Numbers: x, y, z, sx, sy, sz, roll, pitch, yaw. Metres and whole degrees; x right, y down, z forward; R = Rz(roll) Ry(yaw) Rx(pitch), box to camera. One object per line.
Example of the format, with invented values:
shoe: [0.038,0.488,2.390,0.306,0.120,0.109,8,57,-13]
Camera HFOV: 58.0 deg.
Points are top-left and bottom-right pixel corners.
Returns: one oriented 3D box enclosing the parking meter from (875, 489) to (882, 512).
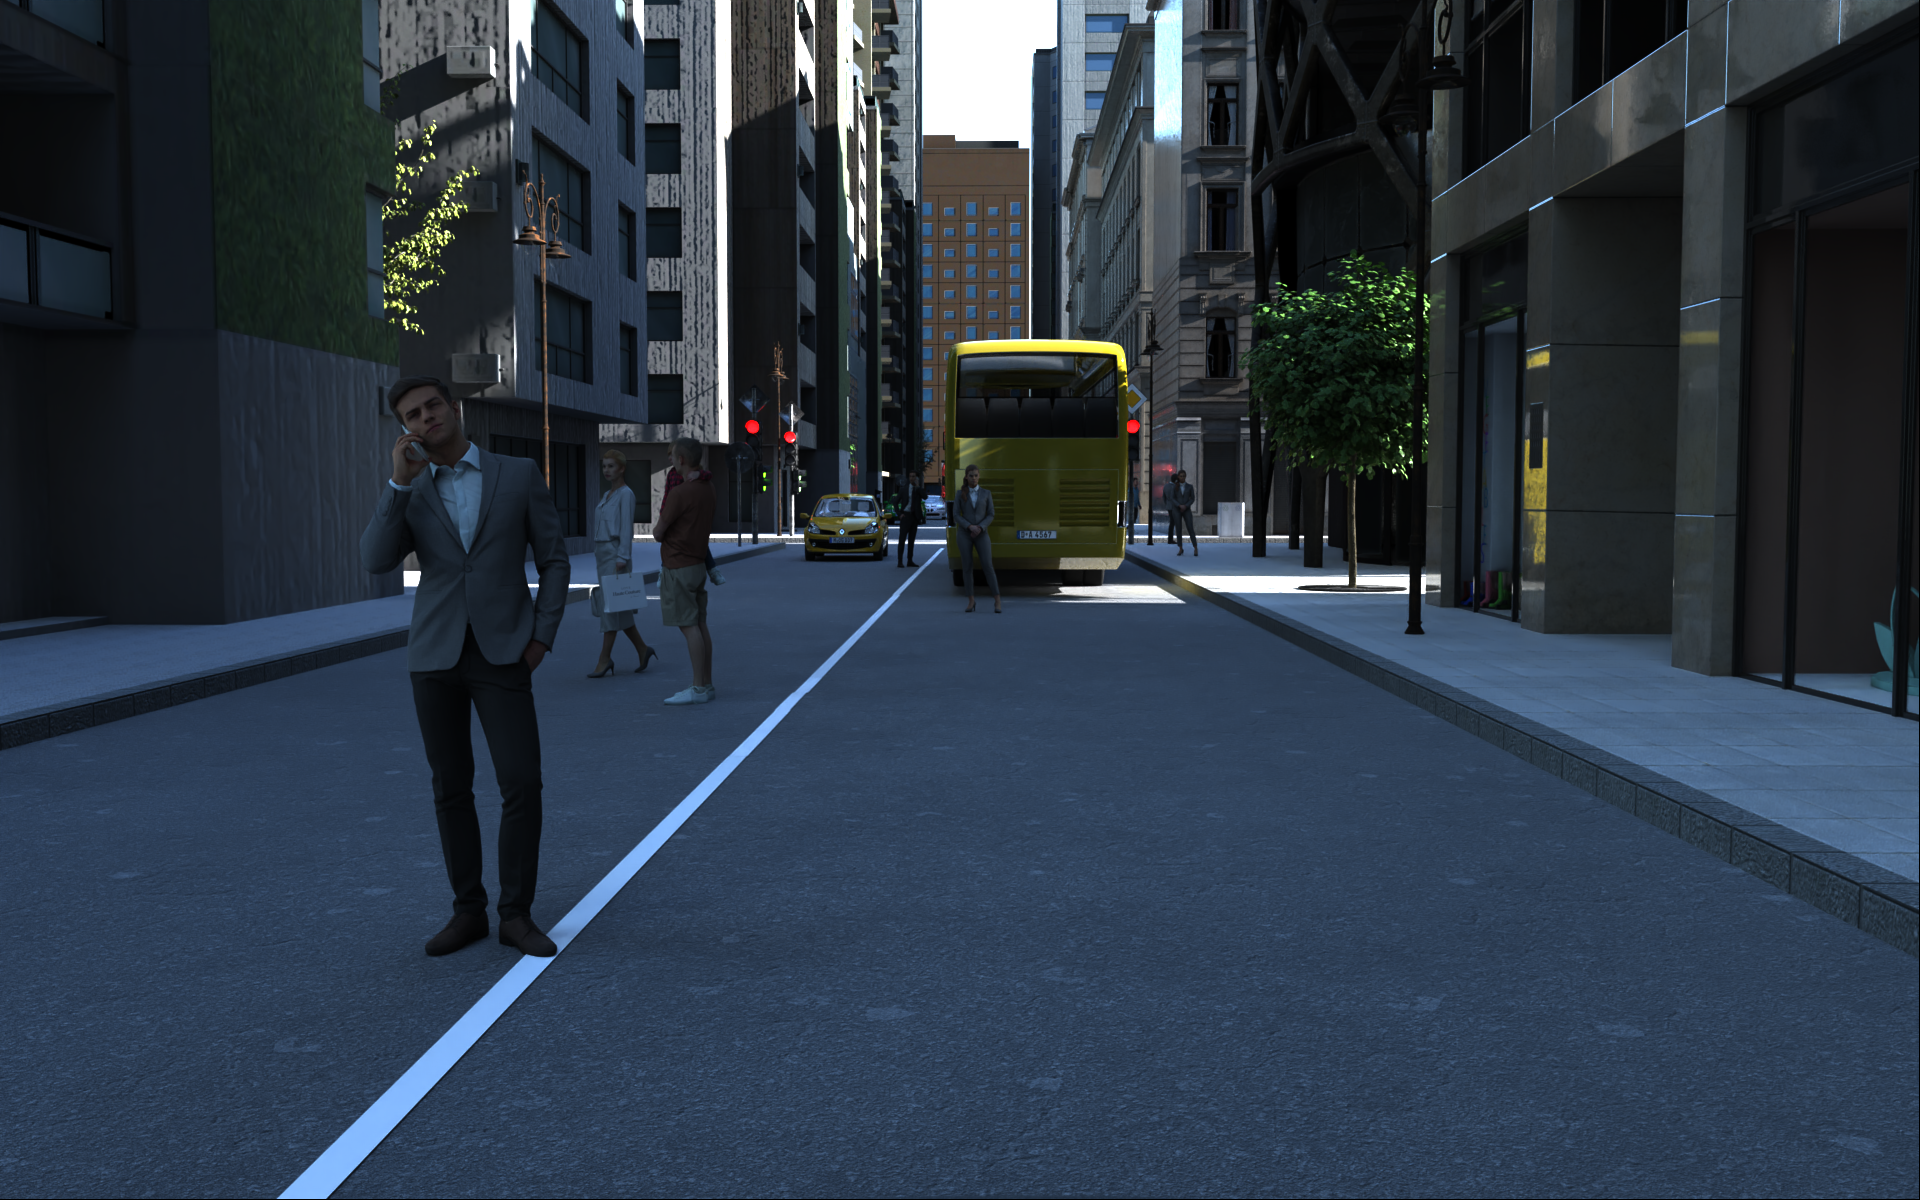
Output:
parking meter: [-4.228,-4.971,89.688,0.372,1.533,0.369,0,3,0]

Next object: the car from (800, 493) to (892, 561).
car: [-2.498,-1.730,38.505,2.015,1.641,3.980,0,3,0]

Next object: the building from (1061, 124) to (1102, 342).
building: [13.323,-19.398,114.423,12.463,27.353,25.104,0,4,1]

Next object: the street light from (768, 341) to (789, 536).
street light: [-5.497,-4.879,52.553,0.468,5.910,1.993,0,4,1]

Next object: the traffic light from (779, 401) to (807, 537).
traffic light: [-5.056,-3.868,52.165,0.839,4.253,0.868,0,4,1]

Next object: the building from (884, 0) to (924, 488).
building: [-14.743,-46.052,191.202,20.611,71.187,20.563,0,4,1]

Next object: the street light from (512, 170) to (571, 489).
street light: [-6.033,-3.203,25.155,0.468,5.910,1.993,0,4,1]

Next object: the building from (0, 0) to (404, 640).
building: [-14.262,-20.220,14.191,14.154,41.232,14.086,0,4,1]

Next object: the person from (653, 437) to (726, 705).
person: [-1.881,-0.215,11.985,0.573,1.828,0.580,-2,4,-34]

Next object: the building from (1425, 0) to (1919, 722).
building: [14.691,-12.097,2.299,19.350,26.468,34.151,0,4,1]

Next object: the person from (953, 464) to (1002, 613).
person: [0.209,-0.745,20.957,0.520,1.790,0.573,-1,4,-19]

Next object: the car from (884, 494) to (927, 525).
car: [-2.579,-4.468,81.850,1.959,1.807,4.718,0,4,3]

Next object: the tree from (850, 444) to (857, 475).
tree: [-8.304,-7.790,111.080,4.285,4.588,4.351,0,3,0]

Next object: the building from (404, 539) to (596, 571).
building: [-14.074,-16.091,34.785,14.107,30.474,14.160,0,4,1]

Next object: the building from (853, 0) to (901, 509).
building: [-16.340,-29.789,141.681,22.147,44.769,28.867,0,4,1]

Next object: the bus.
bus: [1.076,-2.341,29.830,2.896,3.916,12.252,0,4,0]

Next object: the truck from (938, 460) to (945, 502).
truck: [-0.281,-9.522,144.594,2.839,4.237,11.283,0,4,1]

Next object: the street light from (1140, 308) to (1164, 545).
street light: [4.765,-4.307,43.199,0.468,5.910,1.993,0,4,1]

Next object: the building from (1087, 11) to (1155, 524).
building: [15.176,-15.517,86.983,16.112,22.955,30.059,0,4,1]

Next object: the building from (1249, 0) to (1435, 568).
building: [14.037,-10.160,33.571,16.820,18.784,16.811,0,4,1]

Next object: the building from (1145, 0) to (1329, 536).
building: [15.604,-12.706,56.898,18.267,20.994,9.793,0,4,1]

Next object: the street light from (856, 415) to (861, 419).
street light: [-4.856,-6.575,80.290,0.468,5.910,1.993,0,4,1]

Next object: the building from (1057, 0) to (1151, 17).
building: [18.917,-37.281,151.548,21.231,58.520,28.212,0,4,1]

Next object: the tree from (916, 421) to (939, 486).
tree: [-4.184,-13.774,175.571,4.360,8.622,3.978,0,3,0]

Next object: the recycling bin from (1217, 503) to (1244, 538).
recycling bin: [8.003,-2.364,51.204,0.722,1.027,0.722,0,4,4]

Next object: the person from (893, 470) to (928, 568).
person: [-0.960,-1.598,33.983,0.648,1.900,0.474,-2,4,-26]

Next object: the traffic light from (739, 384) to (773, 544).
traffic light: [-5.221,-3.380,44.182,0.839,4.253,0.868,0,4,1]

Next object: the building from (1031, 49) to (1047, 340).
building: [23.323,-41.561,221.527,28.212,58.520,21.231,0,4,1]

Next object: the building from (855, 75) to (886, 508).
building: [-12.891,-21.319,120.272,14.160,30.474,14.107,0,4,1]

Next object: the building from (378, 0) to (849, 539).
building: [-11.386,-17.586,59.235,14.160,30.474,14.107,0,4,1]

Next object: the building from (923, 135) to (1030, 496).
building: [1.545,-34.787,218.882,14.200,45.320,14.600,0,4,1]

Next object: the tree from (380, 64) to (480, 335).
tree: [-9.336,-4.540,24.588,4.737,8.622,4.395,0,3,0]

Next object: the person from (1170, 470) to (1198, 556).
person: [4.668,-1.817,36.027,0.520,1.790,0.573,-1,4,-9]

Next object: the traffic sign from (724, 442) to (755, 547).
traffic sign: [-5.381,-2.576,42.230,0.768,2.556,0.104,1,4,9]

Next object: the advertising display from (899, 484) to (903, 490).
advertising display: [-3.835,-6.548,112.281,0.123,1.923,0.974,0,4,-8]

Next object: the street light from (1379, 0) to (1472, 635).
street light: [4.172,-2.626,15.720,0.468,5.910,1.993,0,4,1]

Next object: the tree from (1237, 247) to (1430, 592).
tree: [5.350,-2.417,23.232,4.285,4.588,4.351,0,3,0]

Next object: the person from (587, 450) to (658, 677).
person: [-2.673,-0.296,13.690,0.624,1.780,0.694,-1,4,-22]

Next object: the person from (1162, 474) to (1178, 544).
person: [5.487,-2.345,44.558,0.473,1.802,0.592,-1,4,-10]

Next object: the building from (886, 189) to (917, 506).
building: [-11.443,-23.961,163.469,14.160,30.474,14.107,0,4,1]

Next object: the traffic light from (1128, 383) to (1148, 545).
traffic light: [4.338,-3.369,44.001,0.839,4.253,0.868,0,4,1]

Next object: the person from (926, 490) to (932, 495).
person: [-3.355,-11.020,186.930,1.217,1.736,0.721,-1,4,-20]

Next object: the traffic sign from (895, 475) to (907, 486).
traffic sign: [-3.892,-6.989,114.377,0.768,2.556,0.104,0,4,6]

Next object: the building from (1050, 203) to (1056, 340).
building: [15.979,-24.602,173.946,14.160,30.474,14.107,0,4,1]

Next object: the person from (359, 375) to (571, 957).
person: [-1.530,0.199,5.436,0.592,1.802,0.473,1,4,8]

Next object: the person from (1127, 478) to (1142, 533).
person: [5.646,-3.105,56.828,0.620,1.820,0.660,2,4,32]

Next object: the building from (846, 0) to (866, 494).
building: [-15.689,-47.428,88.116,22.319,86.520,31.000,0,4,1]

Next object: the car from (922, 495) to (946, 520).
car: [-1.680,-5.243,98.079,2.083,1.381,4.827,0,4,0]

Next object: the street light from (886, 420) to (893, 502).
street light: [-4.415,-8.288,108.302,0.468,5.910,1.993,0,4,1]
